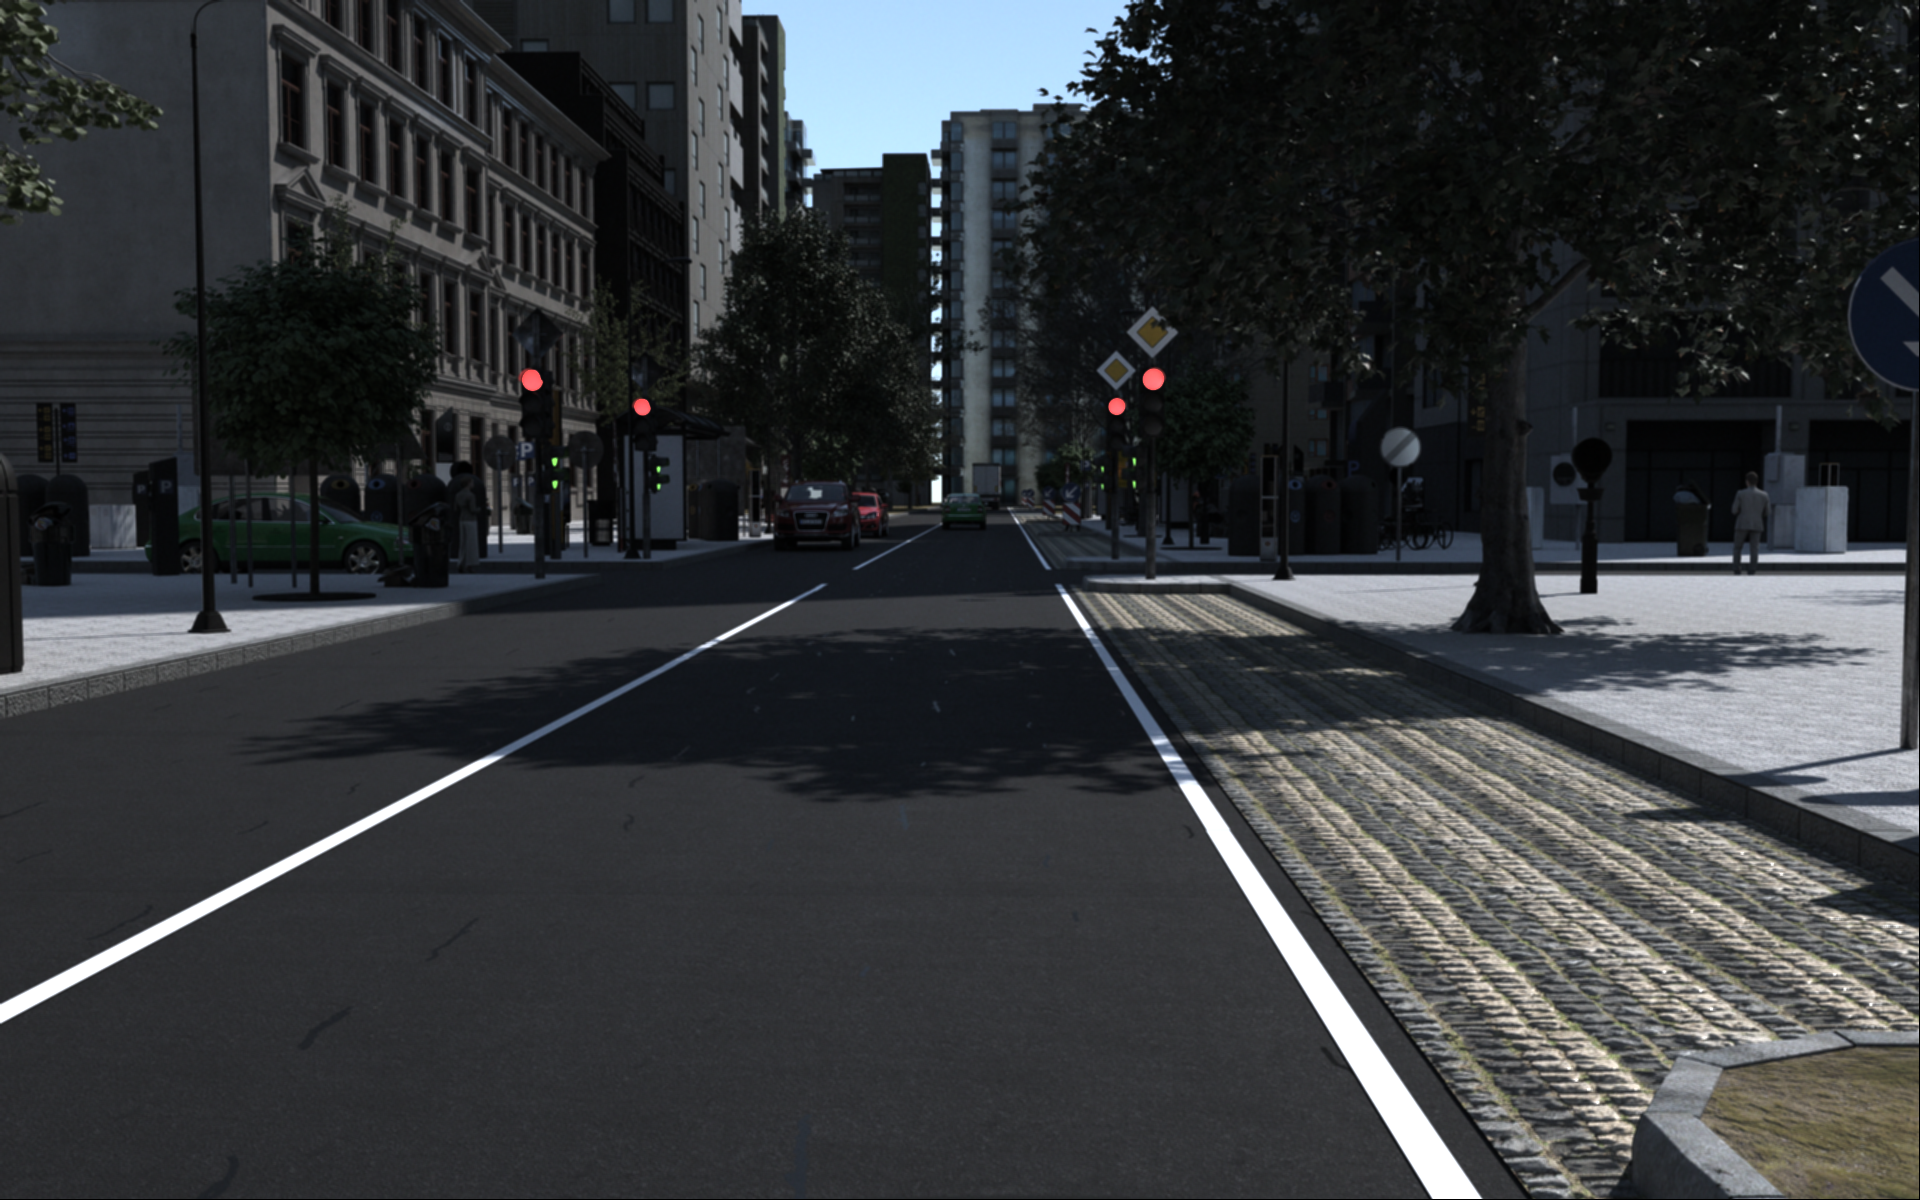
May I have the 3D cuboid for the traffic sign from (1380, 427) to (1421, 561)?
[{"bbox_3d":[8.407,-2.021,33.143,0.768,2.556,0.104,0,4,8],"label":"traffic sign"}]

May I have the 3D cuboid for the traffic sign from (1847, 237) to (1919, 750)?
[{"bbox_3d":[4.784,-0.523,8.653,0.768,2.556,0.104,0,4,4],"label":"traffic sign"}]

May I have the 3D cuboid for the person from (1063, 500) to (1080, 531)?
[{"bbox_3d":[4.043,-3.351,63.064,0.755,1.850,0.659,2,4,28],"label":"person"}]

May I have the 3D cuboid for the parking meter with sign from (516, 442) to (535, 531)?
[{"bbox_3d":[-14.442,-3.819,58.700,0.543,3.016,1.738,0,4,1],"label":"parking meter with sign"}]

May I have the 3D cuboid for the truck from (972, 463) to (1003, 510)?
[{"bbox_3d":[2.529,-10.612,162.412,2.839,4.237,11.283,0,4,2],"label":"truck"}]

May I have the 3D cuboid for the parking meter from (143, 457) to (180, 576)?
[{"bbox_3d":[-12.558,-1.321,27.304,0.399,1.863,0.255,-3,5,-41],"label":"parking meter"}]

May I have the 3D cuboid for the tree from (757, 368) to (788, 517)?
[{"bbox_3d":[-11.014,-9.057,98.440,4.360,8.622,3.978,0,3,0],"label":"tree"}]

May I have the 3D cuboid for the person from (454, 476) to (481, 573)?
[{"bbox_3d":[-8.876,-1.364,31.352,0.519,1.759,0.362,2,4,34],"label":"person"}]

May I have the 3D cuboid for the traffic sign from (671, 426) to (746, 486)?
[{"bbox_3d":[-7.533,-3.544,51.812,2.265,3.308,0.079,0,4,5],"label":"traffic sign"}]

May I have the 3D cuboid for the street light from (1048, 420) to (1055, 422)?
[{"bbox_3d":[6.190,-8.331,108.751,1.470,5.913,1.316,0,4,1],"label":"street light"}]

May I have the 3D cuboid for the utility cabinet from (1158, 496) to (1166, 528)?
[{"bbox_3d":[8.046,-3.361,66.116,1.020,1.237,0.306,3,5,41],"label":"utility cabinet"}]

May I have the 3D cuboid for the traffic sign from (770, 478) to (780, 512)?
[{"bbox_3d":[-8.739,-5.031,82.253,0.884,2.594,0.081,0,4,6],"label":"traffic sign"}]

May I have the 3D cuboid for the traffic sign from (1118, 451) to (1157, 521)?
[{"bbox_3d":[7.950,-5.252,79.735,2.265,3.308,0.079,1,4,11],"label":"traffic sign"}]

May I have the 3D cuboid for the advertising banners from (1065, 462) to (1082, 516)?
[{"bbox_3d":[6.360,-6.050,95.100,0.090,3.025,2.074,-2,4,-33],"label":"advertising banners"}]

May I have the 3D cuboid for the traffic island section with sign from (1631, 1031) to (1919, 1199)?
[{"bbox_3d":[2.374,0.339,3.086,1.989,1.847,2.006,0,4,1],"label":"traffic island section with sign"}]

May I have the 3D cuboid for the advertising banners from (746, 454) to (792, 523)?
[{"bbox_3d":[-8.415,-4.905,76.385,2.074,3.025,0.090,0,4,8],"label":"advertising banners"}]

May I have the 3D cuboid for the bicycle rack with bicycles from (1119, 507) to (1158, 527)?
[{"bbox_3d":[7.439,-3.403,69.019,2.925,0.926,2.852,3,4,38],"label":"bicycle rack with bicycles"}]

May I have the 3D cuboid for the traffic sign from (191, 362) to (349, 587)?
[{"bbox_3d":[-9.457,-1.826,23.731,2.265,3.308,0.079,0,4,8],"label":"traffic sign"}]

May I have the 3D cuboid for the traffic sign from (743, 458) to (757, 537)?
[{"bbox_3d":[-6.489,-3.110,52.026,0.795,2.450,0.064,0,4,2],"label":"traffic sign"}]

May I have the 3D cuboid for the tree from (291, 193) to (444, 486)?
[{"bbox_3d":[-14.599,-5.638,42.550,4.737,8.622,4.395,0,3,0],"label":"tree"}]

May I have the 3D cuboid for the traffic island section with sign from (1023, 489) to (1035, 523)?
[{"bbox_3d":[4.253,-4.708,85.610,1.989,1.847,2.006,0,4,1],"label":"traffic island section with sign"}]

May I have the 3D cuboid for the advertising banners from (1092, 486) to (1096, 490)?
[{"bbox_3d":[9.207,-6.914,109.226,2.074,3.025,0.090,0,4,-5],"label":"advertising banners"}]

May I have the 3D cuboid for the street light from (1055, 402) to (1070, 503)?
[{"bbox_3d":[5.672,-7.006,87.086,1.470,5.913,1.316,0,4,1],"label":"street light"}]

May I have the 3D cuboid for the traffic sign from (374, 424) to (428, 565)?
[{"bbox_3d":[-8.635,-1.633,26.707,0.884,2.594,0.081,1,4,9],"label":"traffic sign"}]

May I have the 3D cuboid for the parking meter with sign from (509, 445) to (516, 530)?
[{"bbox_3d":[-15.943,-4.037,62.271,0.543,3.016,1.738,-1,4,-20],"label":"parking meter with sign"}]

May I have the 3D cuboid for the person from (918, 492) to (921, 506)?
[{"bbox_3d":[-4.542,-11.136,191.498,0.530,1.710,0.541,0,4,4],"label":"person"}]

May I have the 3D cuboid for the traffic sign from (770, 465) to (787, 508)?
[{"bbox_3d":[-7.894,-4.584,75.054,0.768,2.556,0.104,0,4,6],"label":"traffic sign"}]

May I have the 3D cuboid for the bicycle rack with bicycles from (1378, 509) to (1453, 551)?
[{"bbox_3d":[10.256,-1.657,40.479,2.925,0.926,2.852,-1,4,-20],"label":"bicycle rack with bicycles"}]

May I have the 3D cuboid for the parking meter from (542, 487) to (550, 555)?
[{"bbox_3d":[-8.675,-1.707,36.319,0.372,1.533,0.369,0,3,0],"label":"parking meter"}]

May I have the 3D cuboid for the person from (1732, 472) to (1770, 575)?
[{"bbox_3d":[13.204,-1.243,29.031,0.606,1.804,0.583,0,4,3],"label":"person"}]

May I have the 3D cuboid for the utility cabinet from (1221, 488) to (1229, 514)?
[{"bbox_3d":[9.815,-3.349,63.428,1.173,1.500,0.318,-2,4,-34],"label":"utility cabinet"}]

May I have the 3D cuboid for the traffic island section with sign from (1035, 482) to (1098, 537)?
[{"bbox_3d":[3.637,-3.060,58.662,1.989,1.847,2.006,0,4,1],"label":"traffic island section with sign"}]

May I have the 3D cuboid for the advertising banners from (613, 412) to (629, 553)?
[{"bbox_3d":[-7.487,-2.567,38.158,0.090,3.025,2.074,0,4,-3],"label":"advertising banners"}]

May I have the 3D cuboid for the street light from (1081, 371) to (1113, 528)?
[{"bbox_3d":[5.233,-5.691,65.596,1.470,5.913,1.316,0,4,1],"label":"street light"}]

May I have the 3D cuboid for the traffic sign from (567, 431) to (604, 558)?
[{"bbox_3d":[-7.537,-2.123,34.817,0.768,2.556,0.104,0,4,7],"label":"traffic sign"}]

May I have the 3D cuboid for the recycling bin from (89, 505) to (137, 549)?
[{"bbox_3d":[-19.803,-1.709,40.491,0.722,1.027,0.722,1,4,22],"label":"recycling bin"}]

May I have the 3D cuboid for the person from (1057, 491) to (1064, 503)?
[{"bbox_3d":[11.144,-11.167,191.617,0.750,1.759,0.617,0,4,4],"label":"person"}]

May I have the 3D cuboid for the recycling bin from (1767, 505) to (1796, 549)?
[{"bbox_3d":[19.343,-1.718,40.635,0.722,1.027,0.722,2,4,25],"label":"recycling bin"}]

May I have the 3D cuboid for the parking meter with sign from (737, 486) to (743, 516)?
[{"bbox_3d":[-13.021,-6.442,101.593,1.738,3.016,0.543,-1,4,-15],"label":"parking meter with sign"}]

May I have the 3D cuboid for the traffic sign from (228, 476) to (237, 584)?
[{"bbox_3d":[-10.415,-1.508,24.767,0.768,2.556,0.104,1,4,9],"label":"traffic sign"}]

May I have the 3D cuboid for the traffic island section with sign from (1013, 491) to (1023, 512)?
[{"bbox_3d":[5.384,-7.778,135.798,1.989,1.847,2.006,0,4,1],"label":"traffic island section with sign"}]

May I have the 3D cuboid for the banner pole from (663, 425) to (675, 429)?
[{"bbox_3d":[-9.494,-4.011,55.599,0.863,3.779,0.401,2,4,26],"label":"banner pole"}]

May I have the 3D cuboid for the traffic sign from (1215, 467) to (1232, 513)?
[{"bbox_3d":[8.705,-3.539,57.971,0.768,2.556,0.104,0,4,5],"label":"traffic sign"}]

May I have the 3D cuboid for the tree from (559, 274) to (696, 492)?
[{"bbox_3d":[-11.402,-6.636,58.867,4.737,8.622,4.395,0,3,0],"label":"tree"}]

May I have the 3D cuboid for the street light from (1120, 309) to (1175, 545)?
[{"bbox_3d":[4.732,-4.353,43.719,1.470,5.913,1.316,0,4,1],"label":"street light"}]

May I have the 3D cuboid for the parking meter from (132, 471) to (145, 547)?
[{"bbox_3d":[-19.712,-2.205,41.767,0.399,1.863,0.255,-1,4,-11],"label":"parking meter"}]

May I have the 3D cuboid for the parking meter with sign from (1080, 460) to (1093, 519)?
[{"bbox_3d":[6.600,-5.728,89.908,0.543,3.016,1.738,1,4,10],"label":"parking meter with sign"}]

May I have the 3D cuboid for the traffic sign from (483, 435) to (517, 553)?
[{"bbox_3d":[-9.989,-2.293,37.596,0.768,2.556,0.104,1,4,10],"label":"traffic sign"}]
